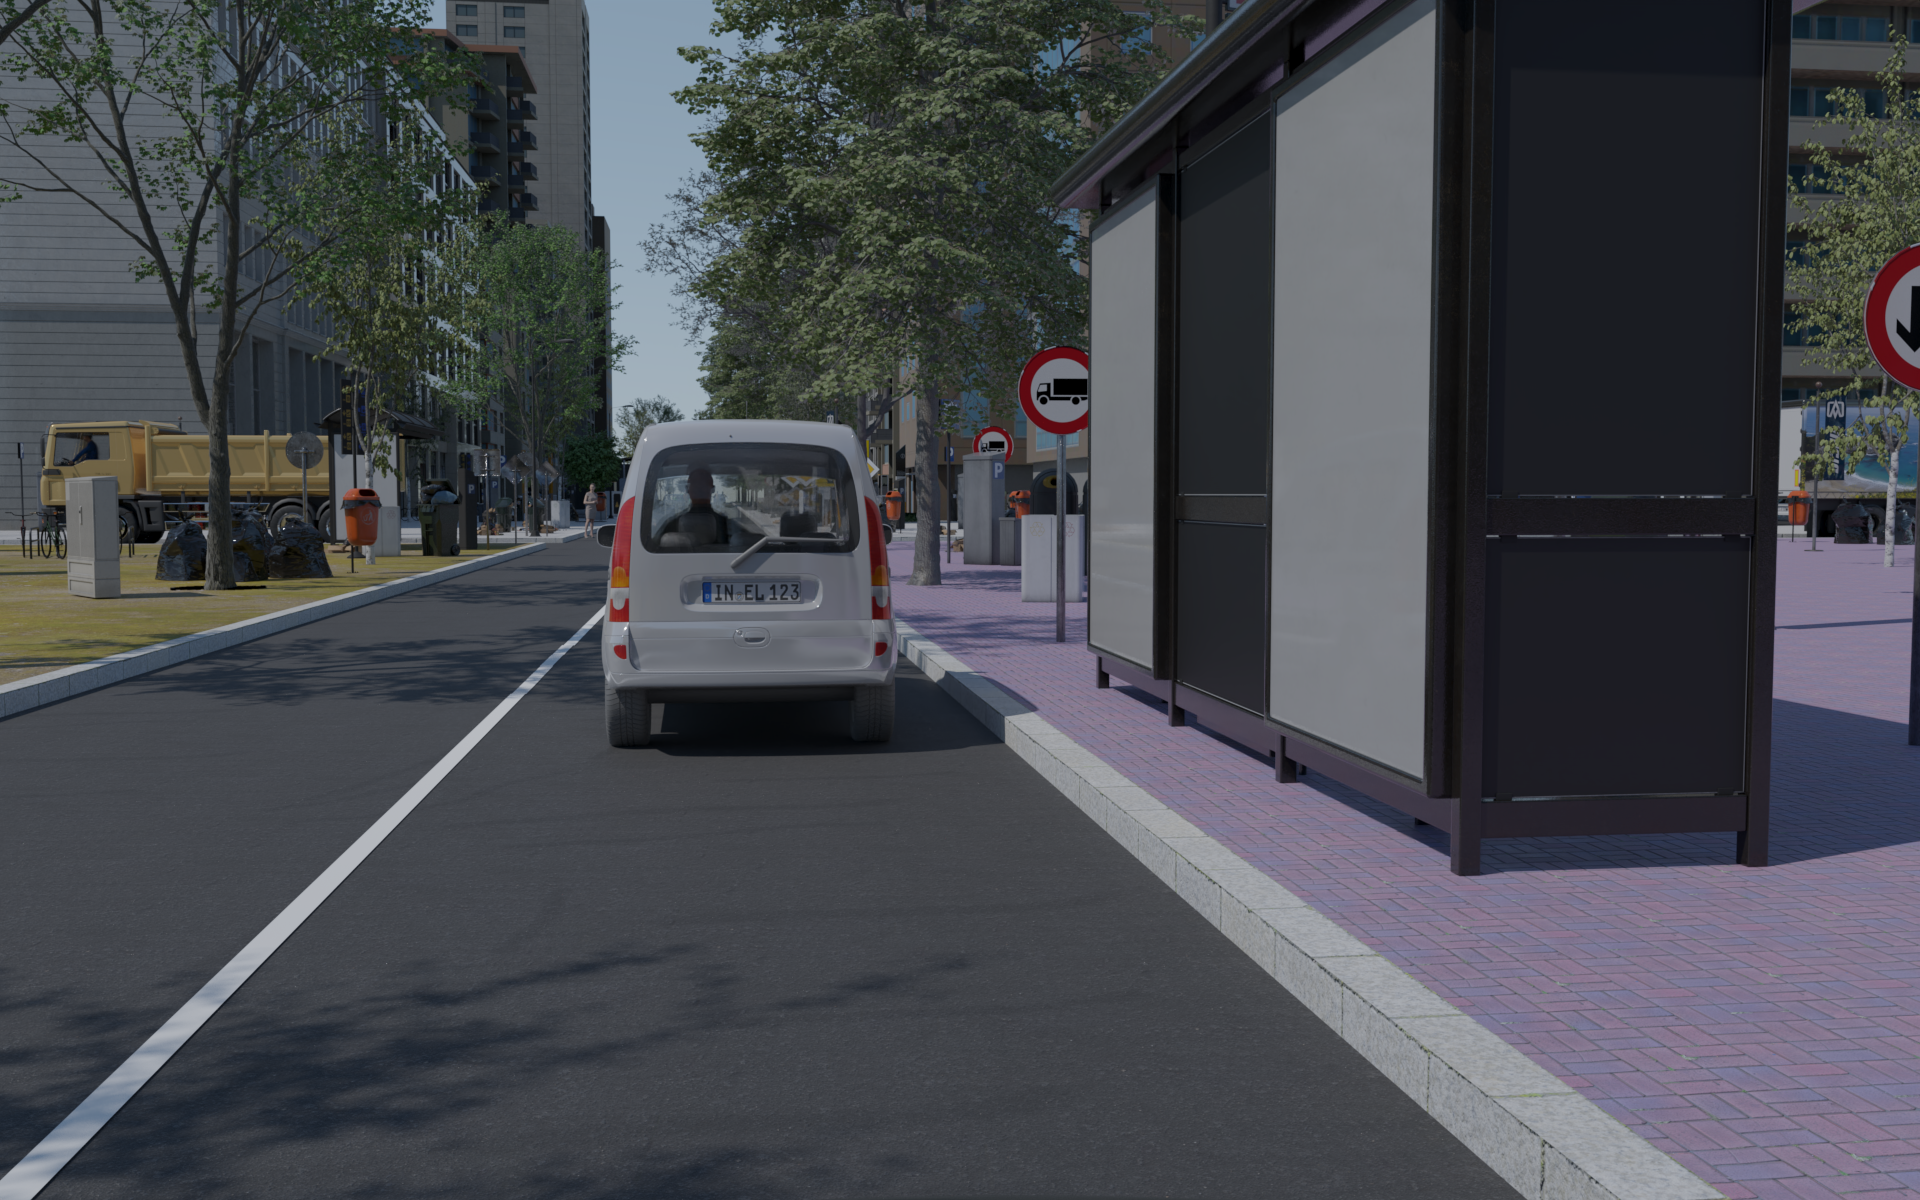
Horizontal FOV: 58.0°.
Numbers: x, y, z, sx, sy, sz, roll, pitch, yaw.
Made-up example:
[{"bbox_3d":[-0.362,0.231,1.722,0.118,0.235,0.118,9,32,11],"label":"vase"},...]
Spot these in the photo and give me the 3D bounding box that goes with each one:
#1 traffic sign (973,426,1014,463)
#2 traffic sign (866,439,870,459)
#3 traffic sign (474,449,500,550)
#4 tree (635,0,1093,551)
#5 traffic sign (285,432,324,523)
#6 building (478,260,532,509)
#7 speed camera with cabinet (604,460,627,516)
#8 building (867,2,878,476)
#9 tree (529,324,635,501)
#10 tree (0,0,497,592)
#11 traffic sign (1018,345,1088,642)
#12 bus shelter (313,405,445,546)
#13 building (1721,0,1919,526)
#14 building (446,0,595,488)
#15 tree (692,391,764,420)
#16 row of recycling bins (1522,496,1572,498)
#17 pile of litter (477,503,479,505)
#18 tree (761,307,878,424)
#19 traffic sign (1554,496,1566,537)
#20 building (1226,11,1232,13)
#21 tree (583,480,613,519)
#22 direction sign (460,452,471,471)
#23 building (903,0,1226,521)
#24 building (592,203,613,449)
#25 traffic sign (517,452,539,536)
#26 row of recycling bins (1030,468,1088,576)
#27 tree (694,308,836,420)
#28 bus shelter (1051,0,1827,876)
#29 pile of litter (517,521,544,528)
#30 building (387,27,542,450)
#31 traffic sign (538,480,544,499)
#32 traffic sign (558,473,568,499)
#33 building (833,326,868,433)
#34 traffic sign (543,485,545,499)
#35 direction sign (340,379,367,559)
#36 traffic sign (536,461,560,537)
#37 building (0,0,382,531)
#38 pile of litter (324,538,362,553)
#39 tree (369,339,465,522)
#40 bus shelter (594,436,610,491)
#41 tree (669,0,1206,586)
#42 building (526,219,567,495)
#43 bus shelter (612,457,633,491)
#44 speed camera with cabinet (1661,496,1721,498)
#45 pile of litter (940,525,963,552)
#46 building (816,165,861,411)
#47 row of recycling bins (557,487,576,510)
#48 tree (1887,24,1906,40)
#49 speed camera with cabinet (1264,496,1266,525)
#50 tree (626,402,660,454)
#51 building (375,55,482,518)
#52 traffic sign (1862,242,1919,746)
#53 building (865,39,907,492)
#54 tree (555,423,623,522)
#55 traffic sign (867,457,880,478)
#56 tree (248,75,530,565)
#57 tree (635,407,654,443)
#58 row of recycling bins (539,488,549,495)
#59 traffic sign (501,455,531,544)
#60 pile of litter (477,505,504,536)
[{"bbox_3d":[0.617,-1.980,32.474,0.768,2.556,0.104,0,4,-1],"label":"traffic sign"},{"bbox_3d":[-4.444,-4.282,63.876,2.265,3.308,0.079,0,4,-2],"label":"traffic sign"},{"bbox_3d":[-10.766,-2.283,39.460,0.606,2.300,0.079,0,4,1],"label":"traffic sign"},{"bbox_3d":[-2.124,-7.872,39.085,12.009,13.543,11.850,0,3,0],"label":"tree"},{"bbox_3d":[-13.388,-2.158,35.394,0.768,2.556,0.104,0,4,-2],"label":"traffic sign"},{"bbox_3d":[-49.796,-17.914,137.933,27.650,21.520,28.899,0,4,-8],"label":"building"},{"bbox_3d":[-19.762,-6.491,100.456,0.660,3.252,2.038,2,4,28],"label":"speed camera with cabinet"},{"bbox_3d":[-0.907,-45.538,182.796,20.563,71.187,20.611,0,4,-8],"label":"building"},{"bbox_3d":[-17.024,-7.484,72.732,4.737,8.622,4.395,0,3,0],"label":"tree"},{"bbox_3d":[-9.991,-5.932,22.750,9.928,11.665,9.643,0,3,0],"label":"tree"},{"bbox_3d":[0.876,-0.908,14.957,0.768,2.556,0.104,0,4,-3],"label":"traffic sign"},{"bbox_3d":[-13.790,-2.912,41.529,2.014,3.302,5.546,0,4,-8],"label":"bus shelter"},{"bbox_3d":[39.872,-27.872,79.409,21.600,48.544,21.300,0,4,-8],"label":"building"},{"bbox_3d":[-61.596,-49.661,250.216,20.563,71.187,20.611,0,4,-8],"label":"building"},{"bbox_3d":[-34.799,-25.124,266.667,12.611,20.169,13.585,0,3,0],"label":"tree"},{"bbox_3d":[27.078,-4.426,79.482,3.534,1.692,1.069,-2,4,-26],"label":"row of recycling bins"},{"bbox_3d":[-28.462,-5.431,102.769,1.176,0.858,1.719,0,4,-3],"label":"pile of litter"},{"bbox_3d":[-5.034,-6.713,60.125,4.360,8.622,3.978,0,3,0],"label":"tree"},{"bbox_3d":[4.297,-0.751,12.391,0.768,2.556,0.104,0,4,-6],"label":"traffic sign"},{"bbox_3d":[10.964,-25.807,72.049,14.200,45.320,14.600,0,4,-8],"label":"building"},{"bbox_3d":[-18.407,-5.690,87.635,1.663,3.219,1.824,0,3,0],"label":"tree"},{"bbox_3d":[-26.819,-6.240,94.025,0.379,3.537,0.876,1,4,19],"label":"direction sign"},{"bbox_3d":[4.443,-26.860,89.272,14.600,45.320,14.200,0,4,-8],"label":"building"},{"bbox_3d":[-61.629,-37.881,269.472,14.600,45.320,14.200,0,4,-8],"label":"building"},{"bbox_3d":[-13.217,-3.221,52.767,0.768,2.556,0.104,0,4,-5],"label":"traffic sign"},{"bbox_3d":[2.655,-1.221,27.071,3.534,1.692,1.069,2,4,33],"label":"row of recycling bins"},{"bbox_3d":[-12.216,-12.373,108.955,9.857,13.997,8.962,0,3,0],"label":"tree"},{"bbox_3d":[1.883,-1.978,9.980,2.179,5.291,8.768,0,4,-8],"label":"bus shelter"},{"bbox_3d":[-16.426,-3.249,67.083,1.719,0.858,1.176,-3,5,-40],"label":"pile of litter"},{"bbox_3d":[-52.314,-31.276,165.979,22.147,44.769,28.867,0,4,-8],"label":"building"},{"bbox_3d":[-20.468,-5.120,84.901,0.795,2.450,0.064,0,4,-4],"label":"traffic sign"},{"bbox_3d":[-22.542,-6.017,98.486,0.768,2.556,0.104,0,4,2],"label":"traffic sign"},{"bbox_3d":[-10.238,-28.102,231.175,14.160,30.474,14.107,0,4,-8],"label":"building"},{"bbox_3d":[-21.686,-5.523,90.300,0.884,2.594,0.081,0,3,0],"label":"traffic sign"},{"bbox_3d":[-12.060,-2.601,34.519,0.379,3.537,0.876,1,4,13],"label":"direction sign"},{"bbox_3d":[-12.445,-2.967,52.146,0.795,2.450,0.064,0,4,-8],"label":"traffic sign"},{"bbox_3d":[-33.490,-18.164,74.470,11.434,29.767,29.804,0,4,-8],"label":"building"},{"bbox_3d":[-13.234,-1.457,37.784,1.176,0.858,1.719,-3,5,-41],"label":"pile of litter"},{"bbox_3d":[-24.813,-7.840,78.549,4.360,8.622,3.978,0,3,0],"label":"tree"},{"bbox_3d":[-24.462,-8.676,119.490,2.179,5.291,8.768,0,4,-8],"label":"bus shelter"},{"bbox_3d":[-0.385,-6.503,24.451,7.486,12.596,7.792,0,3,0],"label":"tree"},{"bbox_3d":[-65.500,-32.778,227.794,32.217,40.220,23.993,0,4,-8],"label":"building"},{"bbox_3d":[-21.025,-7.254,109.887,1.731,3.624,6.357,0,4,-8],"label":"bus shelter"},{"bbox_3d":[26.592,-4.201,63.014,0.660,3.252,2.038,-3,4,-37],"label":"speed camera with cabinet"},{"bbox_3d":[0.311,-1.519,38.805,1.719,0.858,1.176,-3,4,-37],"label":"pile of litter"},{"bbox_3d":[-9.607,-38.271,249.431,21.300,48.544,21.600,0,4,-8],"label":"building"},{"bbox_3d":[-24.105,-6.136,107.439,1.069,1.692,3.534,-2,4,-30],"label":"row of recycling bins"},{"bbox_3d":[12.416,-4.340,21.318,4.737,8.622,4.395,0,3,0],"label":"tree"},{"bbox_3d":[7.970,-3.071,44.554,2.038,3.252,0.660,-3,4,-38],"label":"speed camera with cabinet"},{"bbox_3d":[-24.827,-11.465,137.807,4.360,8.622,3.978,0,3,0],"label":"tree"},{"bbox_3d":[-41.542,-18.420,105.682,19.350,26.468,34.151,0,4,-8],"label":"building"},{"bbox_3d":[4.894,-0.530,8.779,0.768,2.556,0.104,0,4,-4],"label":"traffic sign"},{"bbox_3d":[2.574,-30.858,159.155,22.147,44.769,28.867,0,4,-8],"label":"building"},{"bbox_3d":[-16.973,-5.864,79.592,4.285,4.588,4.351,0,3,0],"label":"tree"},{"bbox_3d":[-2.851,-3.170,53.014,0.795,2.450,0.064,0,4,-2],"label":"traffic sign"},{"bbox_3d":[-10.514,-4.955,31.371,4.737,8.622,4.395,0,3,0],"label":"tree"},{"bbox_3d":[-27.244,-11.921,145.268,4.737,8.622,4.395,0,3,0],"label":"tree"},{"bbox_3d":[-28.700,-6.892,119.794,1.069,1.692,3.534,-1,4,-10],"label":"row of recycling bins"},{"bbox_3d":[-11.351,-2.483,44.236,0.795,2.450,0.064,0,4,-8],"label":"traffic sign"},{"bbox_3d":[-14.825,-2.438,53.825,1.176,0.858,1.719,-2,4,-28],"label":"pile of litter"}]
